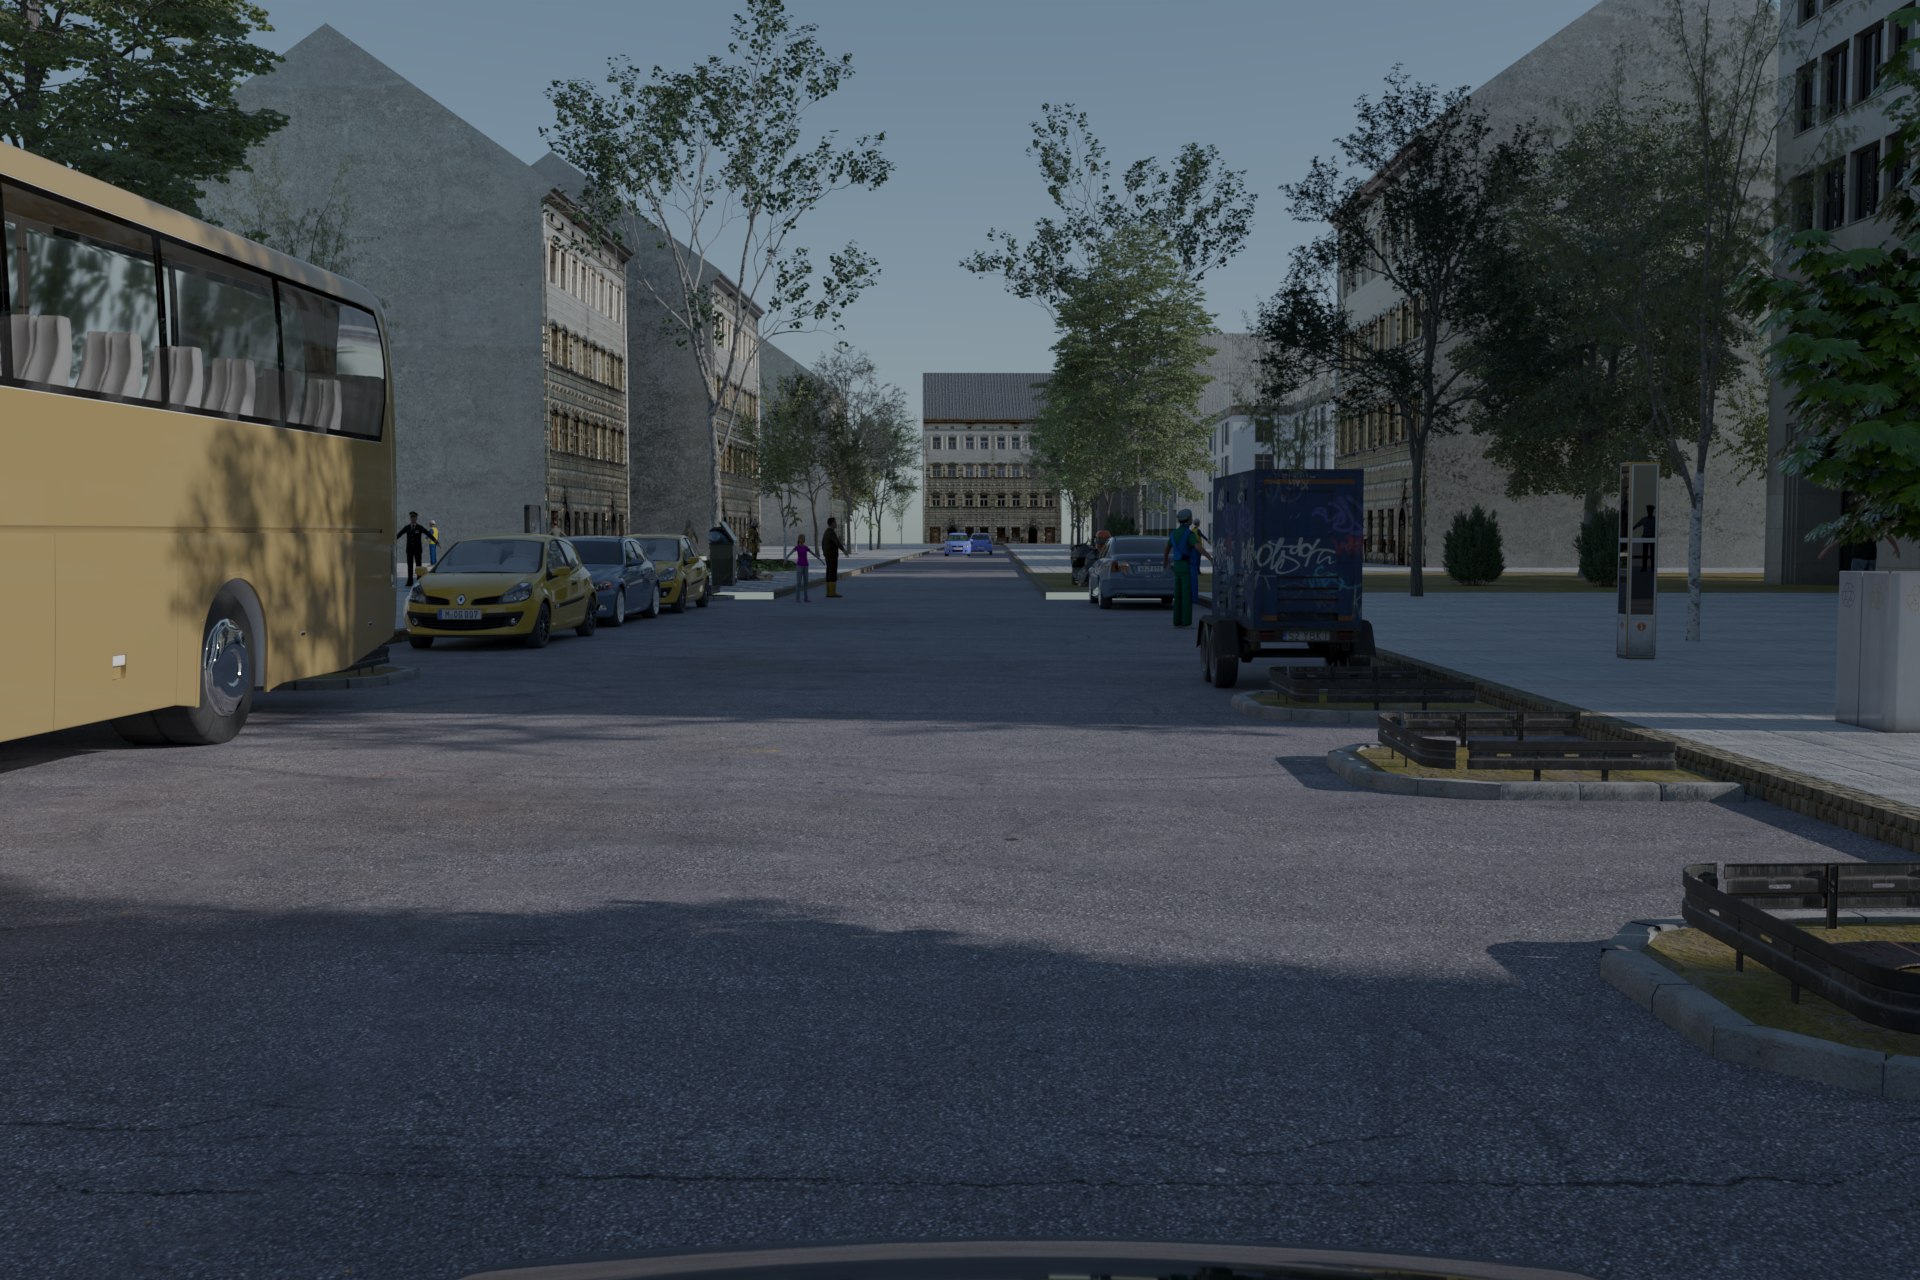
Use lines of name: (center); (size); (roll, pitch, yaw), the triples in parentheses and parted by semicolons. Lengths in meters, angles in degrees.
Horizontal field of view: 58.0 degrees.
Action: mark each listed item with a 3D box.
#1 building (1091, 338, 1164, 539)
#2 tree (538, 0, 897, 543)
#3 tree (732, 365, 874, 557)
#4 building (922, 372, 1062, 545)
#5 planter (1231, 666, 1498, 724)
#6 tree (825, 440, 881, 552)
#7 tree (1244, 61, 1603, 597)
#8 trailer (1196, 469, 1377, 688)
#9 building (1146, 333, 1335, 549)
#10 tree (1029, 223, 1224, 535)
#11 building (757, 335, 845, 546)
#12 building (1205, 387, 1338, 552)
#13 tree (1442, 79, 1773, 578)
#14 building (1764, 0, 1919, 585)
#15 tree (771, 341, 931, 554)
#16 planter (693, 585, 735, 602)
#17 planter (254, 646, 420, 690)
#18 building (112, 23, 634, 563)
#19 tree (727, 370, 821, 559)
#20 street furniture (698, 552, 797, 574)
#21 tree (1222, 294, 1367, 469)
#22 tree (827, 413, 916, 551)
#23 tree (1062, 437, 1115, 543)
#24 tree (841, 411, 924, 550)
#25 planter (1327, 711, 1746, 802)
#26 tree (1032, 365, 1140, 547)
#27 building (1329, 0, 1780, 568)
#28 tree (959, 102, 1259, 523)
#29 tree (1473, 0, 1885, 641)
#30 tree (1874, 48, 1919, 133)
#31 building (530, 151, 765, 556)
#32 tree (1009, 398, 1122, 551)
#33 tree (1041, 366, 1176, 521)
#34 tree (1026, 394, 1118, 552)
building: (28.704, -21.546, 196.252); (27.936, 21.610, 32.646); (0, 4, 1)
tree: (-8.134, -12.389, 58.449); (12.611, 20.169, 13.585); (0, 3, 0)
tree: (-8.147, -9.860, 95.628); (7.601, 10.594, 8.767); (2, 4, 31)
building: (3.998, -24.527, 234.402); (18.063, 23.208, 19.493); (0, 4, -2)
planter: (3.251, 0.432, 14.072); (1.991, 0.319, 1.994); (0, 4, 0)
tree: (-7.273, -10.392, 120.267); (4.737, 8.622, 4.395); (0, 3, 0)
tree: (9.093, -6.166, 35.220); (7.601, 10.594, 8.767); (-2, 4, -27)
trailer: (3.079, -0.619, 17.167); (1.471, 1.999, 3.904); (0, 4, 0)
building: (27.064, -18.019, 161.074); (16.747, 18.905, 31.486); (0, 4, 1)
tree: (6.244, -8.921, 63.983); (7.486, 12.596, 7.792); (0, 3, 0)
building: (-22.614, -21.940, 189.654); (19.493, 23.208, 18.063); (0, 4, 1)
building: (22.227, -10.459, 113.157); (9.099, 9.664, 28.070); (0, 4, 1)
tree: (18.476, -8.799, 50.523); (9.857, 13.997, 8.962); (0, 3, 0)
building: (29.772, -13.631, 25.028); (24.374, 26.755, 37.873); (0, 4, 1)
tree: (-7.089, -12.203, 109.889); (12.009, 13.543, 11.850); (0, 3, 0)
planter: (-5.972, -1.016, 37.745); (1.991, 0.319, 1.994); (0, 4, 2)
planter: (-6.408, 0.262, 16.857); (1.991, 0.319, 1.994); (0, 4, 1)
building: (-27.217, -15.486, 84.129); (19.493, 23.208, 18.063); (0, 4, 0)
tree: (-7.991, -7.751, 77.093); (4.737, 8.622, 4.395); (0, 3, 0)
street furniture: (-9.924, -2.532, 57.018); (10.072, 0.657, 5.734); (-3, 5, -42)
tree: (9.723, -6.321, 53.707); (4.360, 8.622, 3.978); (0, 3, 0)
tree: (-7.189, -12.236, 134.467); (8.767, 10.594, 7.601); (3, 4, 38)
tree: (8.297, -10.056, 114.770); (4.737, 8.622, 4.395); (0, 3, 0)
tree: (-6.801, -13.336, 143.801); (9.928, 11.665, 9.643); (0, 3, 0)
planter: (3.246, 0.664, 10.289); (1.991, 0.319, 1.994); (0, 4, 2)
tree: (8.024, -10.958, 104.916); (9.928, 11.665, 9.643); (0, 3, 0)
building: (27.140, -14.873, 74.099); (19.493, 23.208, 18.063); (0, 4, 1)
tree: (6.023, -13.585, 78.010); (12.611, 20.169, 13.585); (0, 3, 0)
tree: (8.909, -4.278, 20.308); (4.360, 8.622, 3.978); (0, 3, 0)
tree: (9.469, -5.279, 12.072); (9.928, 11.665, 9.643); (0, 3, 0)
building: (-23.202, -17.009, 109.023); (19.493, 23.208, 18.063); (0, 4, 2)
tree: (8.802, -13.707, 134.476); (12.009, 13.543, 11.850); (0, 3, 0)
tree: (8.133, -9.673, 92.564); (8.767, 10.594, 7.601); (2, 4, 32)
tree: (8.352, -12.077, 123.208); (9.928, 11.665, 9.643); (0, 3, 0)
